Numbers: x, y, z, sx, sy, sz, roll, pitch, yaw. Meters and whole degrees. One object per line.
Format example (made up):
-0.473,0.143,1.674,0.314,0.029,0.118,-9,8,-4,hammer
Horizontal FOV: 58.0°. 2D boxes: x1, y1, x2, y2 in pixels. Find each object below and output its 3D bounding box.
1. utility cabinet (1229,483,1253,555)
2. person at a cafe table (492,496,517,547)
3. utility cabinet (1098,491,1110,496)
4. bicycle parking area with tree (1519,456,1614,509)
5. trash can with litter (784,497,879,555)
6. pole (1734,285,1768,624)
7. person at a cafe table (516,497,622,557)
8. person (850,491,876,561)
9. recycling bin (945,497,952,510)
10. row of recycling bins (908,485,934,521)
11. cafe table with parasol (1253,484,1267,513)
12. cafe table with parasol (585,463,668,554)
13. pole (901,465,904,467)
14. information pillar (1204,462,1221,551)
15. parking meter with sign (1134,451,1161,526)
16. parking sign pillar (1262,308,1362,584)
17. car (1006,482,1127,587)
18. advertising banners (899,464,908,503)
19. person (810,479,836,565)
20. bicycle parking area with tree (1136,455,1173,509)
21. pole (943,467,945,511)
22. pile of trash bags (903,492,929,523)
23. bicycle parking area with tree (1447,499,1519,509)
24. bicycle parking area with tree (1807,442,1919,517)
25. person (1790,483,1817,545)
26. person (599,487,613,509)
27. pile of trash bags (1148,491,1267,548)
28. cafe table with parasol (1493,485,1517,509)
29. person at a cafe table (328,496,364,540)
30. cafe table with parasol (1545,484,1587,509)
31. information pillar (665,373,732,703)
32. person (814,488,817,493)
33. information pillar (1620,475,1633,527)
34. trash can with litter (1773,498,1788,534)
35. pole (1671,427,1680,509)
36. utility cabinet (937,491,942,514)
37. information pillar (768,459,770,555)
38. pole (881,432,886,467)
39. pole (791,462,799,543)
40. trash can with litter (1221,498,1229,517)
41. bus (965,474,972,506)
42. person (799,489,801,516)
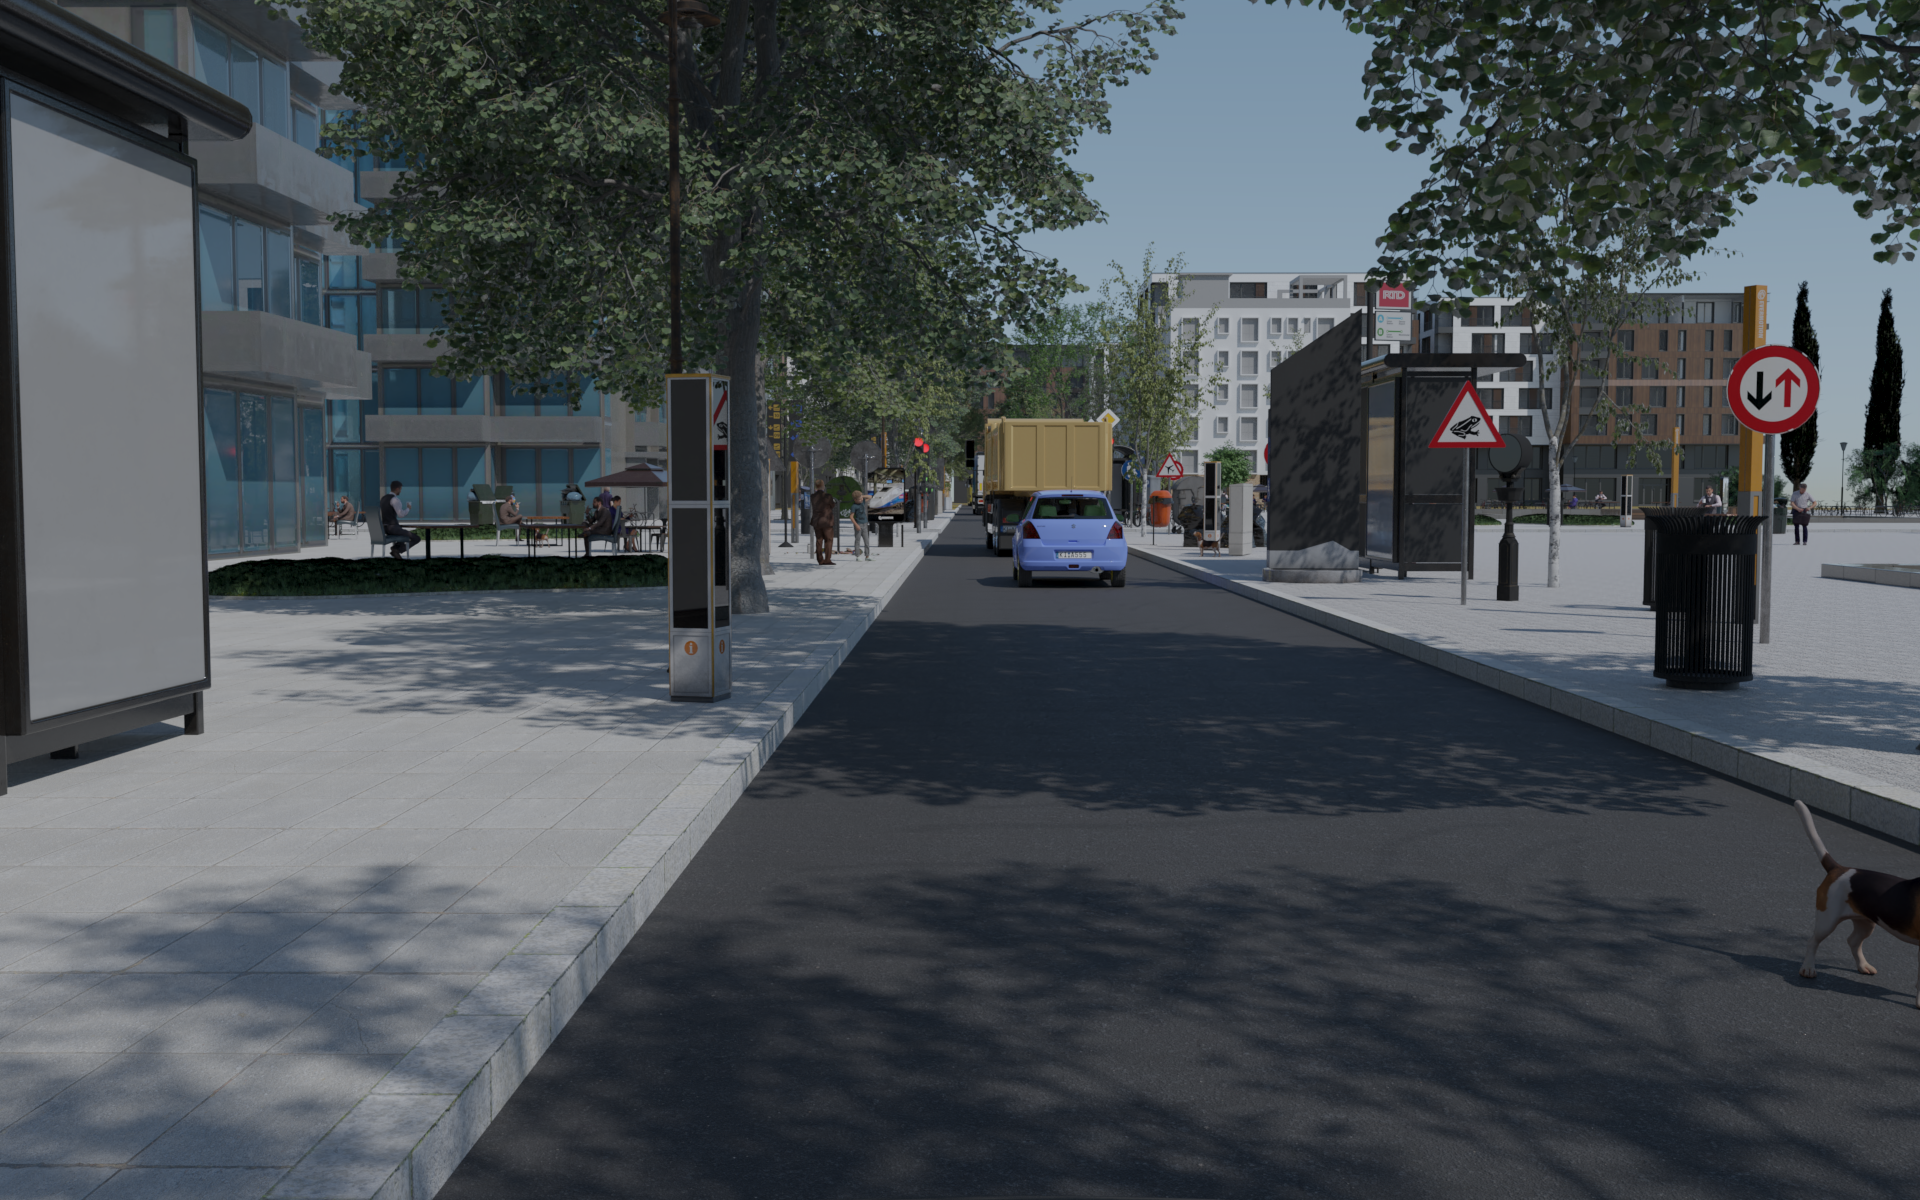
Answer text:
5.891,-1.695,36.393,0.318,1.500,1.173,1,4,19,utility cabinet
-10.628,-1.948,42.709,1.726,1.238,1.698,-1,4,-20,person at a cafe table
5.207,-3.557,66.836,1.173,1.500,0.318,-1,4,-22,utility cabinet
44.407,-8.790,130.711,8.231,4.147,9.016,-1,4,-14,bicycle parking area with tree
-2.599,-1.579,36.877,1.678,1.210,2.233,-3,4,-38,trash can with litter
7.782,-1.419,17.037,0.158,3.312,0.155,0,3,0,pole
-7.011,-1.253,31.349,1.726,1.238,1.698,-1,4,-19,person at a cafe table
-1.851,-1.408,32.981,0.340,1.345,0.435,2,4,35,person
-1.122,-7.693,138.330,0.722,1.027,0.722,3,5,41,recycling bin
-1.835,-4.724,84.345,1.069,1.692,3.534,0,4,8,row of recycling bins
24.508,-8.118,137.588,2.610,1.966,2.610,-3,4,-36,cafe table with parasol
-6.899,-2.022,37.933,2.610,1.966,2.610,-1,4,-16,cafe table with parasol
-3.720,-7.246,112.321,0.158,3.312,0.155,0,3,0,pole
5.718,-2.128,39.280,0.304,2.012,0.304,2,4,27,information pillar
7.810,-4.528,70.288,0.543,3.016,1.738,3,5,44,parking meter with sign
5.183,-2.258,25.397,1.447,3.967,1.447,0,4,4,parking sign pillar
1.717,-1.121,27.913,1.945,1.707,3.694,0,3,0,car
-2.918,-5.971,93.809,0.090,3.025,2.074,3,5,40,advertising banners
-2.485,-1.403,31.245,0.482,1.546,0.388,2,4,25,person
17.539,-8.686,129.025,8.231,4.147,9.016,-2,4,-27,bicycle parking area with tree
-1.236,-8.230,128.407,0.158,3.312,0.155,0,3,0,pole
-2.513,-4.194,78.327,1.912,1.369,3.447,-3,4,-38,pile of trash bags
34.098,-8.429,124.819,8.231,4.147,9.016,3,5,44,bicycle parking area with tree
51.395,-6.685,96.306,8.231,4.147,9.016,0,4,5,bicycle parking area with tree
21.173,-2.155,43.492,0.614,1.554,0.590,2,4,28,person
-10.899,-2.737,52.997,0.471,1.553,0.569,-3,4,-36,person
5.970,-2.000,42.450,1.912,1.369,3.447,-3,5,-43,pile of trash bags
43.349,-8.121,137.638,2.610,1.966,2.610,-1,4,-14,cafe table with parasol
-17.795,-2.316,48.725,1.726,1.238,1.698,-1,4,-17,person at a cafe table
40.641,-6.812,116.237,2.610,1.966,2.610,1,4,23,cafe table with parasol
-1.615,-0.382,10.740,0.304,2.012,0.304,1,4,15,information pillar
-9.627,-6.724,116.535,0.434,1.755,0.990,0,4,7,person
25.642,-3.802,66.649,0.304,2.012,0.304,-2,4,-25,information pillar
26.265,-2.716,55.799,0.624,1.170,1.055,1,4,12,trash can with litter
21.858,-3.616,52.958,0.158,3.312,0.155,0,3,0,pole
-1.434,-6.319,111.995,0.318,1.500,1.173,-1,4,-17,utility cabinet
-4.162,-1.947,36.318,0.304,2.012,0.304,-1,4,-20,information pillar
-2.520,-3.884,57.345,0.158,3.312,0.155,0,3,0,pole
-4.315,-3.141,45.193,0.158,3.312,0.155,0,3,0,pole
8.793,-2.684,55.267,0.624,1.170,1.055,2,4,30,trash can with litter
2.220,-13.220,207.696,2.896,3.916,12.252,0,4,-1,bus
-9.354,-5.727,101.637,0.435,1.587,0.963,-1,4,-15,person
